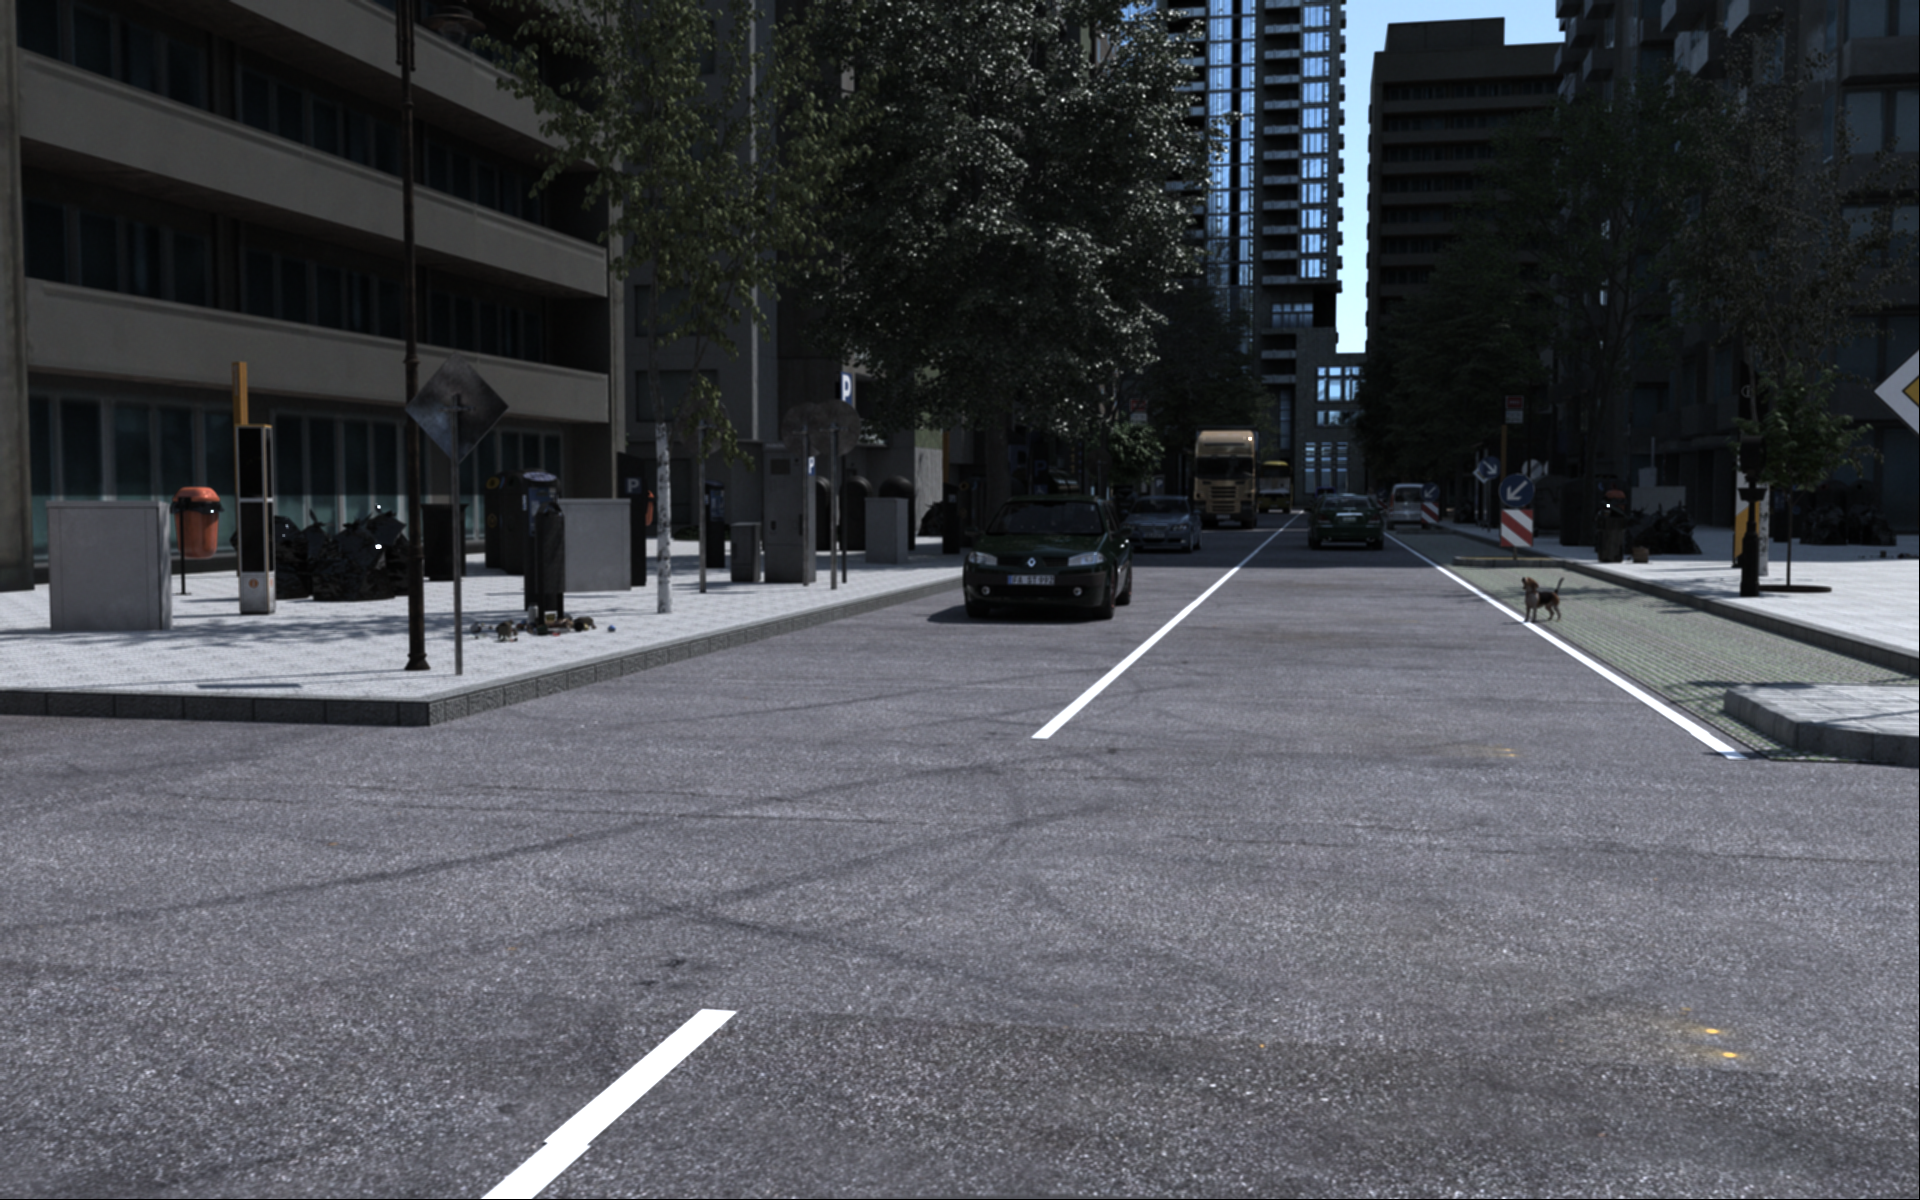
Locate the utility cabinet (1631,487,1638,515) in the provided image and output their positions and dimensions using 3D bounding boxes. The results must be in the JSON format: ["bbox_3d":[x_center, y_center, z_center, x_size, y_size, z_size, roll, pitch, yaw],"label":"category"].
[{"bbox_3d":[22.043,-2.846,55.213,1.173,1.500,0.318,3,4,36],"label":"utility cabinet"}]

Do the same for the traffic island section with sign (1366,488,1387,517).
[{"bbox_3d":[26.842,-6.243,110.706,1.989,1.847,2.006,1,4,12],"label":"traffic island section with sign"}]

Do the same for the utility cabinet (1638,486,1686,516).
[{"bbox_3d":[20.405,-2.544,50.278,1.173,1.500,0.318,2,4,27],"label":"utility cabinet"}]

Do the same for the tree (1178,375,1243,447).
[{"bbox_3d":[16.012,-9.880,111.895,4.360,8.622,3.978,0,3,0],"label":"tree"}]

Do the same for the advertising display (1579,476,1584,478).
[{"bbox_3d":[22.218,-3.400,60.804,0.974,1.923,0.123,1,4,22],"label":"advertising display"}]

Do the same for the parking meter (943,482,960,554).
[{"bbox_3d":[-0.188,-1.756,37.126,0.372,1.533,0.369,0,3,0],"label":"parking meter"}]

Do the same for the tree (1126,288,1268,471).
[{"bbox_3d":[13.028,-10.813,94.926,7.486,12.596,7.792,0,3,0],"label":"tree"}]

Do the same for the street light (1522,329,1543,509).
[{"bbox_3d":[15.863,-4.614,48.222,0.468,5.910,1.993,1,4,12],"label":"street light"}]

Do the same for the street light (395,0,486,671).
[{"bbox_3d":[-3.965,-2.428,12.478,0.468,5.910,1.993,1,4,12],"label":"street light"}]

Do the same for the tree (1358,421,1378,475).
[{"bbox_3d":[37.512,-14.049,147.830,7.486,12.596,7.792,0,3,0],"label":"tree"}]

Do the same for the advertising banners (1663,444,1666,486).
[{"bbox_3d":[24.912,-3.978,61.236,0.090,3.025,2.074,2,4,23],"label":"advertising banners"}]

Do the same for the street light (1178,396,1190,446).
[{"bbox_3d":[10.489,-6.642,81.390,0.468,5.910,1.993,1,4,12],"label":"street light"}]

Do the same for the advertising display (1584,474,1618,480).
[{"bbox_3d":[20.880,-3.129,56.369,0.974,1.923,0.123,3,5,42],"label":"advertising display"}]

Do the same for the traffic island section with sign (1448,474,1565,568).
[{"bbox_3d":[10.870,-1.579,34.444,1.989,1.847,2.006,1,4,12],"label":"traffic island section with sign"}]

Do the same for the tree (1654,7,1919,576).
[{"bbox_3d":[12.553,-4.663,26.607,4.360,8.622,3.978,0,3,0],"label":"tree"}]

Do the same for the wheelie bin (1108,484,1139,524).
[{"bbox_3d":[5.343,-2.966,56.406,0.980,1.594,0.693,0,4,-6],"label":"wheelie bin"}]

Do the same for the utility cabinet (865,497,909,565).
[{"bbox_3d":[-1.351,-1.272,31.958,0.306,1.237,1.020,-3,4,-37],"label":"utility cabinet"}]

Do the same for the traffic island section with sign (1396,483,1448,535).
[{"bbox_3d":[16.613,-3.254,61.823,1.989,1.847,2.006,1,4,12],"label":"traffic island section with sign"}]

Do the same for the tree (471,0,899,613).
[{"bbox_3d":[-2.944,-4.161,18.401,4.737,8.622,4.395,0,3,0],"label":"tree"}]

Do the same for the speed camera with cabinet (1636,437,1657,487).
[{"bbox_3d":[24.069,-4.065,60.795,0.660,3.252,2.038,1,4,20],"label":"speed camera with cabinet"}]

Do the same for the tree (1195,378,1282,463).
[{"bbox_3d":[24.477,-13.899,152.997,9.928,11.665,9.643,0,3,0],"label":"tree"}]

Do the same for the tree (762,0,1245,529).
[{"bbox_3d":[0.760,-7.831,34.693,9.857,13.997,8.962,0,3,0],"label":"tree"}]

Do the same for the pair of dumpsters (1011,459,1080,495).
[{"bbox_3d":[2.229,-2.732,47.154,1.574,2.255,4.437,1,4,12],"label":"pair of dumpsters"}]

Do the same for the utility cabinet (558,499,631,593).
[{"bbox_3d":[-4.867,-0.713,22.813,1.020,1.237,0.306,-2,4,-35],"label":"utility cabinet"}]

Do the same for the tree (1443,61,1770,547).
[{"bbox_3d":[15.564,-7.117,42.111,9.928,11.665,9.643,0,3,0],"label":"tree"}]

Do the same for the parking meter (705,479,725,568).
[{"bbox_3d":[-4.263,-1.320,29.994,0.372,1.533,0.369,0,3,0],"label":"parking meter"}]

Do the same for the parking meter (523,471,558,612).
[{"bbox_3d":[-4.603,-0.649,19.024,0.372,1.533,0.369,0,3,0],"label":"parking meter"}]

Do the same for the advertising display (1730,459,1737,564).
[{"bbox_3d":[14.640,-1.648,32.159,0.974,1.923,0.123,-2,4,-35],"label":"advertising display"}]

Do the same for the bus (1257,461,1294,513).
[{"bbox_3d":[24.160,-8.635,132.730,2.896,3.916,12.252,1,4,11],"label":"bus"}]

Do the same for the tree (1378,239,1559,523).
[{"bbox_3d":[22.827,-9.747,77.490,7.486,12.596,7.792,0,3,0],"label":"tree"}]

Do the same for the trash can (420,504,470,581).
[{"bbox_3d":[-7.633,-0.855,25.638,0.748,1.137,0.748,0,3,0],"label":"trash can"}]

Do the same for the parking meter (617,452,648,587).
[{"bbox_3d":[-4.552,-1.125,24.098,0.399,1.863,0.255,-1,4,-21],"label":"parking meter"}]

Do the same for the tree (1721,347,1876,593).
[{"bbox_3d":[11.018,-1.740,23.058,1.663,3.219,1.824,0,3,0],"label":"tree"}]

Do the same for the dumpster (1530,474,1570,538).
[{"bbox_3d":[17.561,-2.795,51.462,1.264,1.857,1.865,1,4,12],"label":"dumpster"}]

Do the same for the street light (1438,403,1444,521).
[{"bbox_3d":[23.078,-6.742,83.017,0.468,5.910,1.993,1,4,12],"label":"street light"}]

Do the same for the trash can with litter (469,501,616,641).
[{"bbox_3d":[-4.052,-0.308,16.099,1.678,1.210,2.233,0,4,7],"label":"trash can with litter"}]

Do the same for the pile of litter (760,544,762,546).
[{"bbox_3d":[-4.203,-1.782,43.099,1.719,0.858,1.176,-1,4,-22],"label":"pile of litter"}]

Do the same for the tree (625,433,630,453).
[{"bbox_3d":[-9.696,-3.269,48.048,1.663,3.219,1.824,0,3,0],"label":"tree"}]

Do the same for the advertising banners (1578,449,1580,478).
[{"bbox_3d":[23.944,-4.337,67.099,0.090,3.025,2.074,1,4,21],"label":"advertising banners"}]

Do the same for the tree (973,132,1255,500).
[{"bbox_3d":[4.873,-9.019,57.826,12.009,13.543,11.850,0,3,0],"label":"tree"}]

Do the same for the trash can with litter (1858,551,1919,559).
[{"bbox_3d":[19.195,-1.440,34.607,2.233,1.210,1.678,1,4,22],"label":"trash can with litter"}]

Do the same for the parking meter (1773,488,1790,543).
[{"bbox_3d":[21.803,-2.296,45.946,0.372,1.533,0.369,0,3,0],"label":"parking meter"}]

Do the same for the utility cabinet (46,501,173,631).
[{"bbox_3d":[-8.012,-0.317,16.341,1.020,1.237,0.306,0,4,-4],"label":"utility cabinet"}]

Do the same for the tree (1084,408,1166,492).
[{"bbox_3d":[6.223,-5.057,66.393,4.285,4.588,4.351,0,3,0],"label":"tree"}]

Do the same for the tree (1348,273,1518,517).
[{"bbox_3d":[27.112,-11.643,97.015,9.857,13.997,8.962,0,3,0],"label":"tree"}]

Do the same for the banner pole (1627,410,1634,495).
[{"bbox_3d":[19.917,-3.765,51.567,0.401,3.779,0.863,2,4,28],"label":"banner pole"}]

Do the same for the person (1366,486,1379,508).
[{"bbox_3d":[14.512,-3.187,61.354,0.466,1.731,0.760,-3,5,-43],"label":"person"}]

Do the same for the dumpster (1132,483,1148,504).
[{"bbox_3d":[8.734,-4.718,82.902,1.264,1.857,1.865,1,4,12],"label":"dumpster"}]

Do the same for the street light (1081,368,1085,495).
[{"bbox_3d":[3.339,-4.539,46.993,0.468,5.910,1.993,1,4,12],"label":"street light"}]

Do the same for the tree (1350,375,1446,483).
[{"bbox_3d":[30.223,-11.101,115.913,8.767,10.594,7.601,1,4,21],"label":"tree"}]

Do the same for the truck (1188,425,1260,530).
[{"bbox_3d":[11.306,-5.147,73.068,2.839,4.237,11.283,1,4,11],"label":"truck"}]

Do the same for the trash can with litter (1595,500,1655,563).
[{"bbox_3d":[12.459,-1.289,32.454,1.055,1.170,0.624,1,4,21],"label":"trash can with litter"}]

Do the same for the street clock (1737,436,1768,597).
[{"bbox_3d":[9.872,-1.041,21.596,0.358,2.002,0.471,2,4,35],"label":"street clock"}]
